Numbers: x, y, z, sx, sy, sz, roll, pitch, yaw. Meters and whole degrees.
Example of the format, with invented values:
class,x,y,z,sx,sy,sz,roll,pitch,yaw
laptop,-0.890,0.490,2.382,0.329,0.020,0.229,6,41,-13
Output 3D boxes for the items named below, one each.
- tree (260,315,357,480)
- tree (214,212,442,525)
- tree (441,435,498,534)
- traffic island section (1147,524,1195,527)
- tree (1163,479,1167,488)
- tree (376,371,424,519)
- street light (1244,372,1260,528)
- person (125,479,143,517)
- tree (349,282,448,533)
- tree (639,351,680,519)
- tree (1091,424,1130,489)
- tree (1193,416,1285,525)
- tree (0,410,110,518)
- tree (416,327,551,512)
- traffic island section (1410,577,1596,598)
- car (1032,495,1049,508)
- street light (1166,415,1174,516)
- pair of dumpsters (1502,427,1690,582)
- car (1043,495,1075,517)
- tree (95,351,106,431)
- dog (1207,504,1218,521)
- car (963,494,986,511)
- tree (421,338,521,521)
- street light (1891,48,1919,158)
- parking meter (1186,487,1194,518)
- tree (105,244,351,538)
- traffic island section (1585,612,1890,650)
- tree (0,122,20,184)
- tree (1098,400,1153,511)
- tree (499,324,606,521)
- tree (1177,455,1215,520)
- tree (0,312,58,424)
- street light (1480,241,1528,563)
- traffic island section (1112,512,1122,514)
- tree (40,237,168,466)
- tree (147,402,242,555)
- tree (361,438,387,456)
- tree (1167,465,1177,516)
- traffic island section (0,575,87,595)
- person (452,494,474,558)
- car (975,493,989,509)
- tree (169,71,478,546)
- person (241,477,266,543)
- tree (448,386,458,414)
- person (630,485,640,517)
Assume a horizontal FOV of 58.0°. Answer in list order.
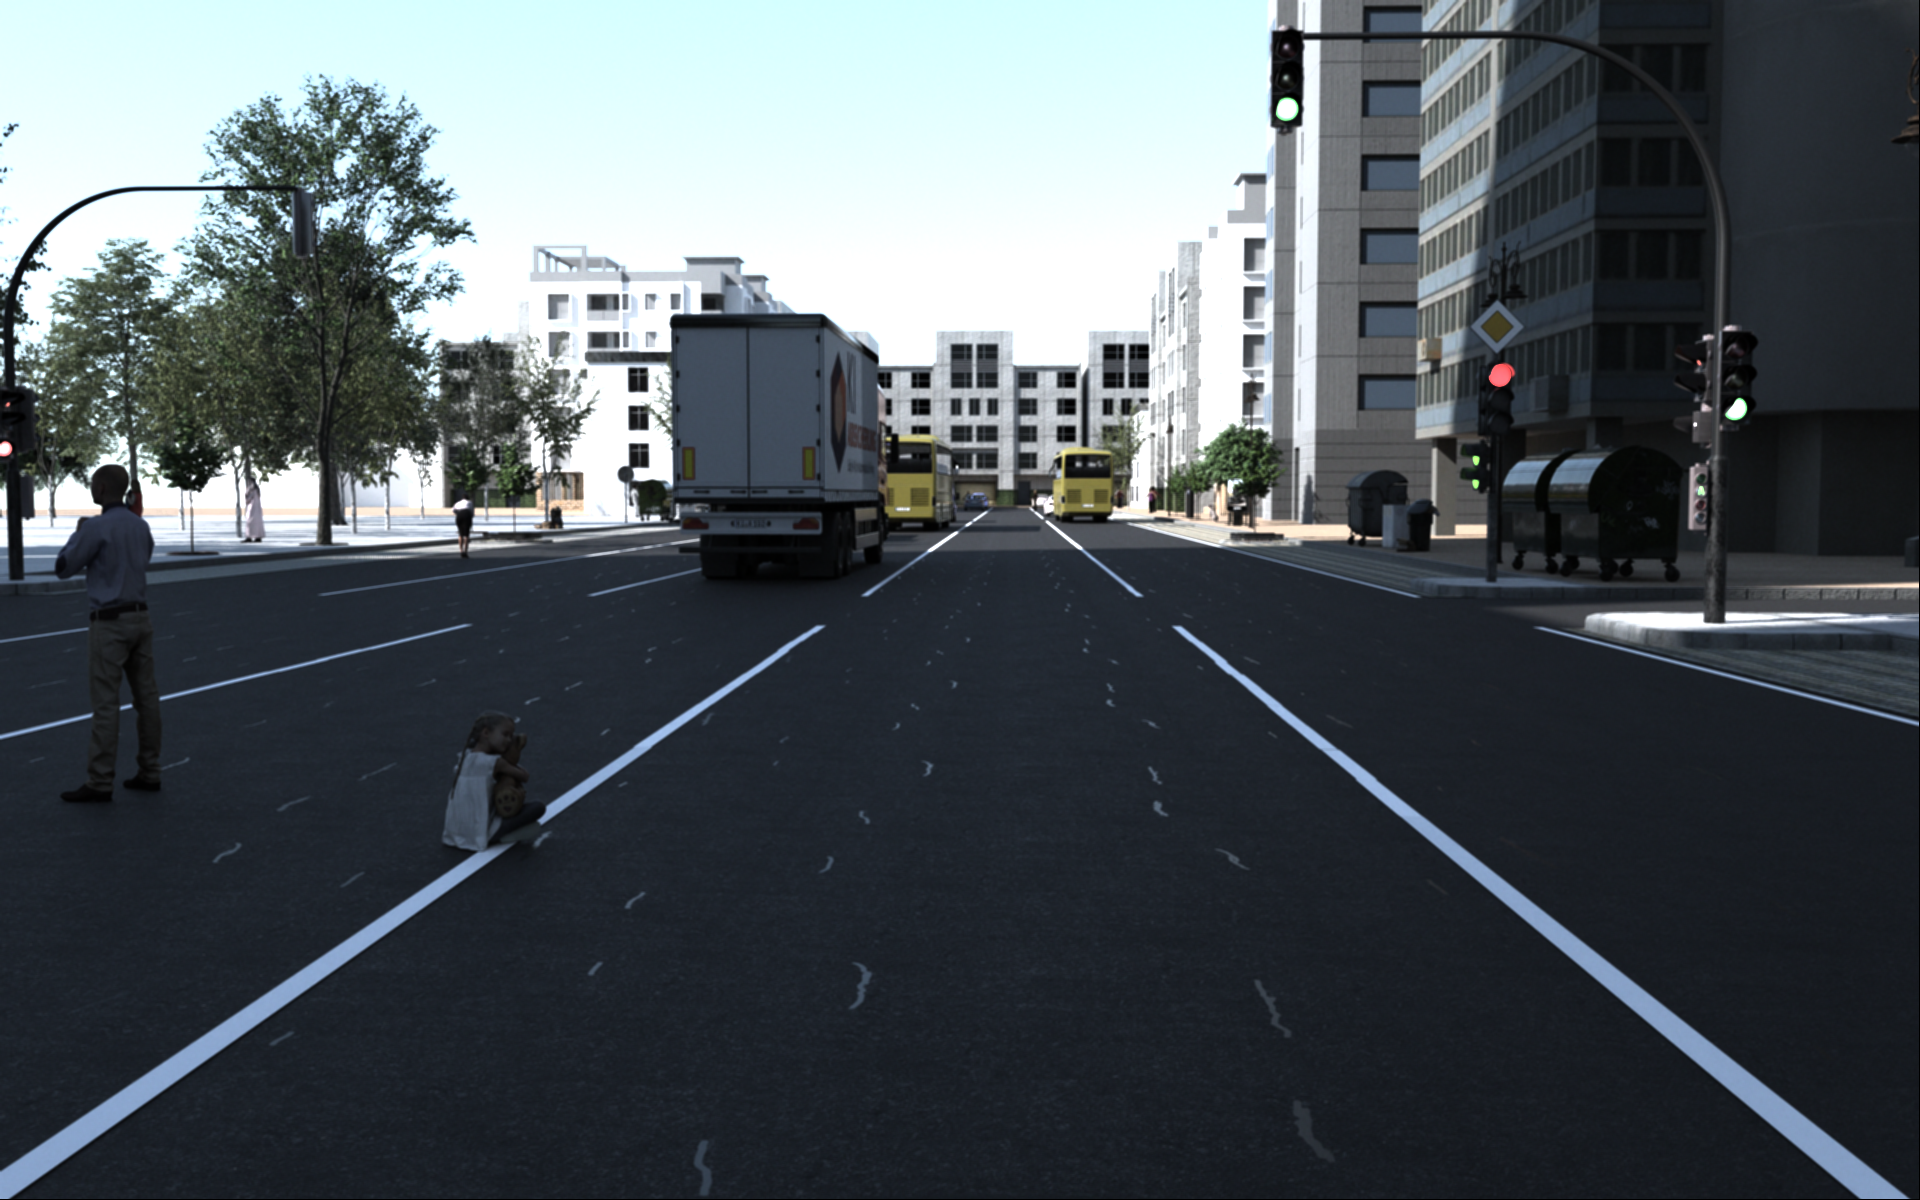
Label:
class,x,y,z,sx,sy,sz,roll,pitch,yaw
tree,-36.493,-10.385,87.923,7.486,12.596,7.792,0,3,0
tree,-25.825,-9.409,70.839,9.611,12.733,9.660,0,3,0
tree,-16.116,-3.793,56.622,1.663,3.219,1.824,0,3,0
traffic island section,9.328,-3.300,76.819,1.991,0.108,1.994,0,4,2
tree,12.801,-6.576,102.124,1.663,3.219,1.824,0,3,0
tree,-27.689,-8.439,88.347,4.360,8.622,3.978,0,3,0
street light,11.071,-5.692,65.860,0.468,5.910,1.993,0,4,2
person,-18.962,-1.960,39.795,0.444,1.614,0.593,2,4,25
tree,-19.713,-6.456,55.911,4.737,8.622,4.395,0,3,0
tree,-14.437,-8.548,90.120,4.737,8.622,4.395,0,3,0
tree,15.276,-13.868,177.109,4.360,8.622,3.978,0,3,0
tree,12.297,-5.766,77.983,4.285,4.588,4.351,0,3,0
tree,-56.314,-8.075,94.933,20.602,7.101,11.467,0,4,-6
tree,-26.989,-9.910,96.444,7.601,10.594,8.767,1,4,14
traffic island section,7.762,-0.181,25.234,2.009,0.180,2.903,0,4,2
car,8.236,-9.939,174.870,2.083,1.381,4.827,0,4,3
street light,12.076,-7.770,99.819,0.468,5.910,1.993,0,4,2
pair of dumpsters,9.911,-1.513,27.224,1.574,2.255,4.437,0,4,2
car,6.398,-6.055,111.361,2.083,1.381,4.827,0,4,0
tree,-27.419,-6.768,61.019,4.737,8.622,4.395,0,3,0
dog,11.921,-4.110,81.581,0.513,0.831,0.800,0,4,6
car,1.241,-8.400,149.347,2.014,1.417,4.499,0,4,1
tree,-22.532,-8.036,81.757,4.360,8.622,3.978,0,3,0
street light,9.504,-2.682,16.631,0.468,5.910,1.993,0,4,2
parking meter,12.171,-5.253,91.599,0.255,1.863,0.399,-2,4,-30
tree,-21.328,-6.135,50.670,4.737,8.622,4.395,0,3,0
traffic island section,7.519,0.308,17.253,2.009,0.180,2.903,0,4,2
tree,-18.959,-4.978,31.751,4.737,8.622,4.395,0,3,0
tree,12.918,-11.292,134.980,4.737,8.622,4.395,0,3,0
tree,-17.913,-7.678,75.891,4.737,8.622,4.395,0,3,0
tree,11.764,-5.507,84.634,1.663,3.219,1.824,0,3,0
tree,-34.217,-6.756,60.830,4.360,8.622,3.978,0,3,0
street light,9.970,-3.616,31.903,0.468,5.910,1.993,0,4,2
traffic island section,10.854,-6.370,127.008,1.991,0.108,1.994,0,4,2
tree,-36.969,-9.696,76.655,7.486,12.596,7.792,0,3,0
tree,-16.415,-2.576,36.722,1.663,3.219,1.824,0,3,0
tree,-35.570,-11.000,97.970,7.486,12.596,7.792,0,3,0
tree,12.766,-6.142,95.019,1.663,3.219,1.824,0,3,0
traffic island section,-14.129,-0.222,25.903,2.009,0.180,2.903,0,4,2
person,-11.124,-1.669,38.973,0.628,1.438,0.799,-3,5,-41
car,1.781,-9.501,164.929,1.945,1.707,3.694,0,3,0
tree,-15.821,-7.175,43.063,9.928,11.665,9.643,0,3,0
person,-18.698,-2.389,45.765,0.621,1.740,0.551,-1,4,-21
tree,-20.380,-6.823,61.918,4.737,8.622,4.395,0,3,0
person,-17.825,-5.465,95.538,0.875,1.805,0.789,3,5,44
